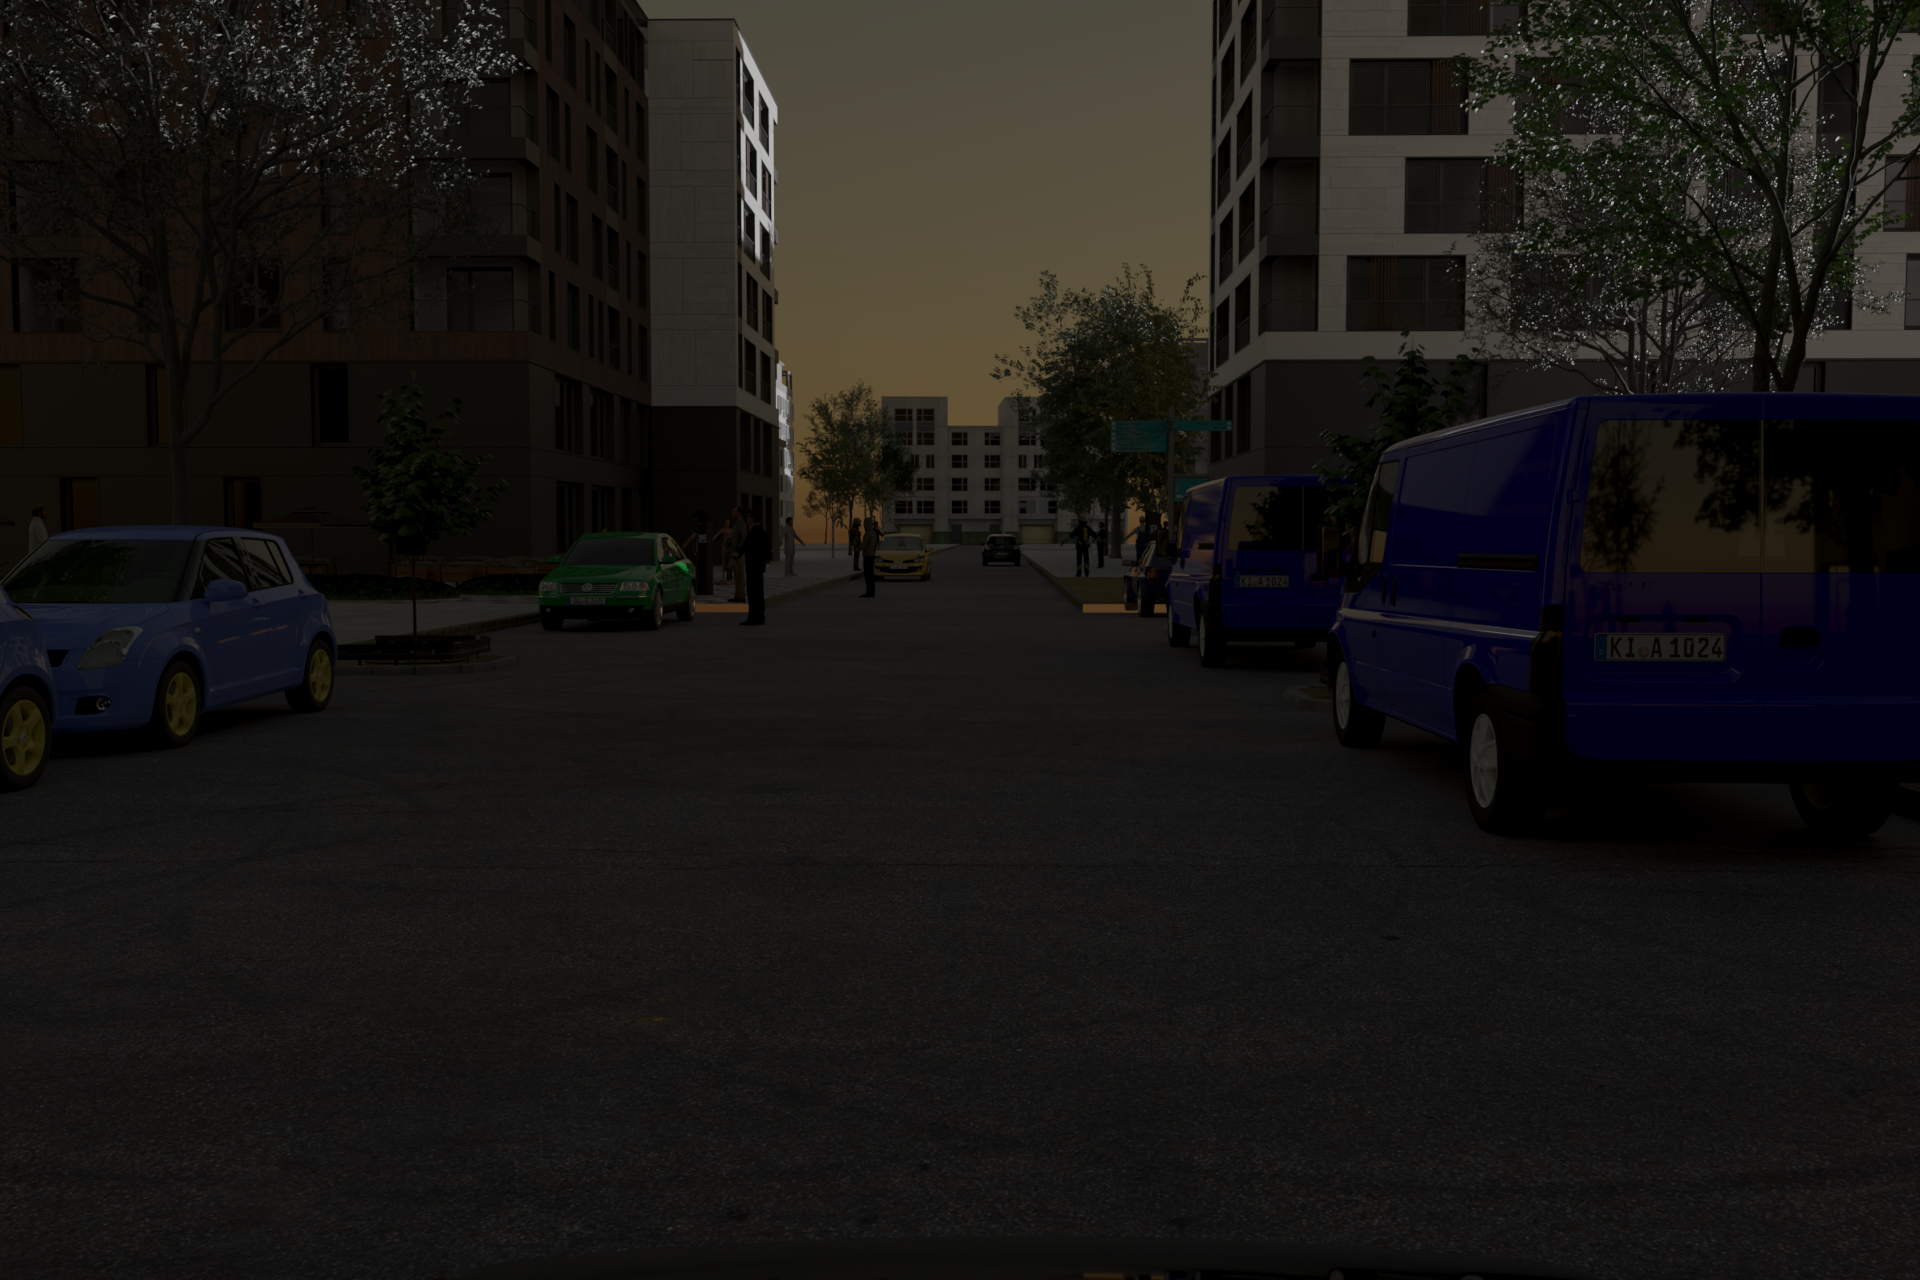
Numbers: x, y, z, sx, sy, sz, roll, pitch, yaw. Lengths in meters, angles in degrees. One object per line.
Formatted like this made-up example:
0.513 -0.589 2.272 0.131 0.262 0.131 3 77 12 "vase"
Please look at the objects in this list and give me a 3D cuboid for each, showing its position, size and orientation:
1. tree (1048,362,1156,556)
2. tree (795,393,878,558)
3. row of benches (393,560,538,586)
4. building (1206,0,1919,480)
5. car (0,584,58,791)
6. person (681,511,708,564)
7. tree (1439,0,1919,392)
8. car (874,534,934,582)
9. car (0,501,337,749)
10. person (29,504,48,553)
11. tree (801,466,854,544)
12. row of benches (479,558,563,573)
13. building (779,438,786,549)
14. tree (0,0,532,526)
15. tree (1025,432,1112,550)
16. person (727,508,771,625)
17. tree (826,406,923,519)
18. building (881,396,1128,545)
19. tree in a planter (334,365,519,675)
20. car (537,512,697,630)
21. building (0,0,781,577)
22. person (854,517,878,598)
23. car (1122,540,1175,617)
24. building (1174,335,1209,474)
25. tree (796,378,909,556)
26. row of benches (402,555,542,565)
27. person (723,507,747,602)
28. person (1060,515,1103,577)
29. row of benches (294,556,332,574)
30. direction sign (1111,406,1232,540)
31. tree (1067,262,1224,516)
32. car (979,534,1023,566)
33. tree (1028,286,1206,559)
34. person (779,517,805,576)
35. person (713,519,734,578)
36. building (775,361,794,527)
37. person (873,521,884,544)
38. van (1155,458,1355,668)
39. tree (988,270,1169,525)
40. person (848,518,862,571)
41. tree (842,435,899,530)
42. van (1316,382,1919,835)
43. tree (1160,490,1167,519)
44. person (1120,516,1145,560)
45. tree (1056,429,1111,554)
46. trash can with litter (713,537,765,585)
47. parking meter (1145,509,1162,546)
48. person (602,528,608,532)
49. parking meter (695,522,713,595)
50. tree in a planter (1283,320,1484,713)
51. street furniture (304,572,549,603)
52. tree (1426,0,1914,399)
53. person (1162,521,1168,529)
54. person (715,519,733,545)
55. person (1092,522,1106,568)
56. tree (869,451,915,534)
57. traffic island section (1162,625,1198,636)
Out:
8.739 -10.760 101.675 9.928 11.665 9.643 0 3 0 "tree"
-6.470 -8.620 91.301 4.737 8.622 4.395 0 3 0 "tree"
-11.567 -1.512 40.184 4.104 0.672 1.422 2 4 29 "row of benches"
23.258 -13.616 66.592 27.936 21.610 32.646 0 4 1 "building"
-6.089 0.072 8.412 1.945 1.707 3.694 0 4 1 "car"
-6.196 -2.143 41.185 0.704 1.843 1.345 1 4 21 "person"
9.761 -5.794 20.491 9.928 11.665 9.643 0 3 0 "tree"
-1.796 -2.644 53.459 2.015 1.641 3.980 0 4 1 "car"
-6.012 -0.190 12.702 1.945 1.707 3.694 0 4 1 "car"
-16.507 -1.532 31.133 0.704 1.819 1.344 -3 4 -36 "person"
-17.470 -18.023 229.090 7.601 10.594 8.767 0 4 -5 "tree"
-10.490 -1.769 44.392 4.104 0.672 1.422 1 4 13 "row of benches"
-20.209 -13.116 156.599 9.099 9.664 28.070 0 4 2 "building"
-11.049 -6.981 24.508 12.009 13.543 11.850 0 3 0 "tree"
9.263 -12.415 137.396 8.767 10.594 7.601 0 4 6 "tree"
-3.259 -1.157 27.303 0.705 1.837 1.347 1 4 20 "person"
-6.101 -11.560 123.422 8.767 10.594 7.601 3 4 37 "tree"
5.464 -22.046 229.364 31.486 18.905 16.747 0 4 -2 "building"
-5.853 -1.301 18.498 1.991 3.239 1.994 0 4 1 "tree in a planter"
-5.326 -1.129 27.252 1.959 1.807 4.718 0 4 1 "car"
-22.906 -13.650 67.149 27.936 21.610 32.646 0 4 1 "building"
-2.091 -1.871 39.184 0.705 1.813 1.348 1 4 15 "person"
3.946 -1.143 31.275 1.945 1.354 3.894 0 3 0 "car"
24.930 -18.789 163.615 16.016 20.090 11.380 0 4 1 "building"
-6.247 -10.294 102.717 7.601 10.594 8.767 -3 5 -40 "tree"
-14.021 -2.091 49.655 4.104 0.672 1.422 0 3 0 "row of benches"
-4.194 -1.610 32.591 0.705 1.796 1.348 -1 4 -21 "person"
3.682 -2.827 52.001 1.354 1.856 0.705 -1 4 -13 "person"
-19.320 -1.940 47.181 4.104 0.672 1.422 -1 4 -15 "row of benches"
4.404 -2.876 35.788 2.525 3.948 1.411 0 4 2 "direction sign"
5.193 -5.874 46.400 4.737 8.622 4.395 0 3 0 "tree"
1.867 -4.202 78.490 2.009 1.686 4.222 0 4 1 "car"
8.251 -11.254 90.666 9.857 13.997 8.962 0 3 0 "tree"
-5.199 -2.870 53.111 0.705 1.806 1.347 2 4 26 "person"
-6.699 -2.651 50.147 1.217 1.733 0.721 -2 4 -32 "person"
-24.661 -20.398 189.923 16.016 20.090 11.380 0 4 1 "building"
-3.381 -3.905 70.031 0.705 1.806 1.347 3 5 41 "person"
3.555 -0.969 20.233 2.240 2.365 5.245 0 4 0 "van"
8.390 -16.405 124.117 12.611 20.169 13.585 0 3 0 "tree"
-3.585 -3.348 60.516 0.705 1.858 1.354 0 4 -1 "person"
-6.023 -10.133 116.029 4.737 8.622 4.395 0 3 0 "tree"
3.462 -0.338 9.906 2.240 2.365 5.245 0 4 1 "van"
30.519 -19.544 226.193 9.857 13.997 8.962 0 3 0 "tree"
5.601 -2.902 53.310 1.347 1.847 0.705 0 4 0 "person"
8.566 -9.882 111.927 4.360 8.622 3.978 0 3 0 "tree"
-5.740 -2.033 44.290 1.678 1.210 2.233 0 4 0 "trash can with litter"
4.519 -2.124 40.443 0.399 1.863 0.255 0 4 0 "parking meter"
-9.520 -2.269 46.370 0.991 1.433 0.599 0 4 0 "person"
-5.368 -1.707 36.321 0.372 1.533 0.369 0 3 0 "parking meter"
3.782 -1.057 14.511 1.991 3.239 1.994 0 4 1 "tree in a planter"
-13.091 -1.201 35.265 10.072 0.657 5.734 0 4 2 "street furniture"
15.315 -7.832 38.421 12.009 13.543 11.850 0 3 0 "tree"
8.291 -3.885 69.658 0.704 1.812 1.346 -2 4 -24 "person"
-7.998 -3.312 60.376 1.346 1.802 0.704 1 4 22 "person"
5.238 -3.585 65.337 0.721 1.740 1.216 -1 4 -16 "person"
-6.199 -11.283 134.841 4.360 8.622 3.978 0 3 0 "tree"
3.964 -0.138 25.117 1.991 0.108 1.994 0 4 0 "traffic island section"
